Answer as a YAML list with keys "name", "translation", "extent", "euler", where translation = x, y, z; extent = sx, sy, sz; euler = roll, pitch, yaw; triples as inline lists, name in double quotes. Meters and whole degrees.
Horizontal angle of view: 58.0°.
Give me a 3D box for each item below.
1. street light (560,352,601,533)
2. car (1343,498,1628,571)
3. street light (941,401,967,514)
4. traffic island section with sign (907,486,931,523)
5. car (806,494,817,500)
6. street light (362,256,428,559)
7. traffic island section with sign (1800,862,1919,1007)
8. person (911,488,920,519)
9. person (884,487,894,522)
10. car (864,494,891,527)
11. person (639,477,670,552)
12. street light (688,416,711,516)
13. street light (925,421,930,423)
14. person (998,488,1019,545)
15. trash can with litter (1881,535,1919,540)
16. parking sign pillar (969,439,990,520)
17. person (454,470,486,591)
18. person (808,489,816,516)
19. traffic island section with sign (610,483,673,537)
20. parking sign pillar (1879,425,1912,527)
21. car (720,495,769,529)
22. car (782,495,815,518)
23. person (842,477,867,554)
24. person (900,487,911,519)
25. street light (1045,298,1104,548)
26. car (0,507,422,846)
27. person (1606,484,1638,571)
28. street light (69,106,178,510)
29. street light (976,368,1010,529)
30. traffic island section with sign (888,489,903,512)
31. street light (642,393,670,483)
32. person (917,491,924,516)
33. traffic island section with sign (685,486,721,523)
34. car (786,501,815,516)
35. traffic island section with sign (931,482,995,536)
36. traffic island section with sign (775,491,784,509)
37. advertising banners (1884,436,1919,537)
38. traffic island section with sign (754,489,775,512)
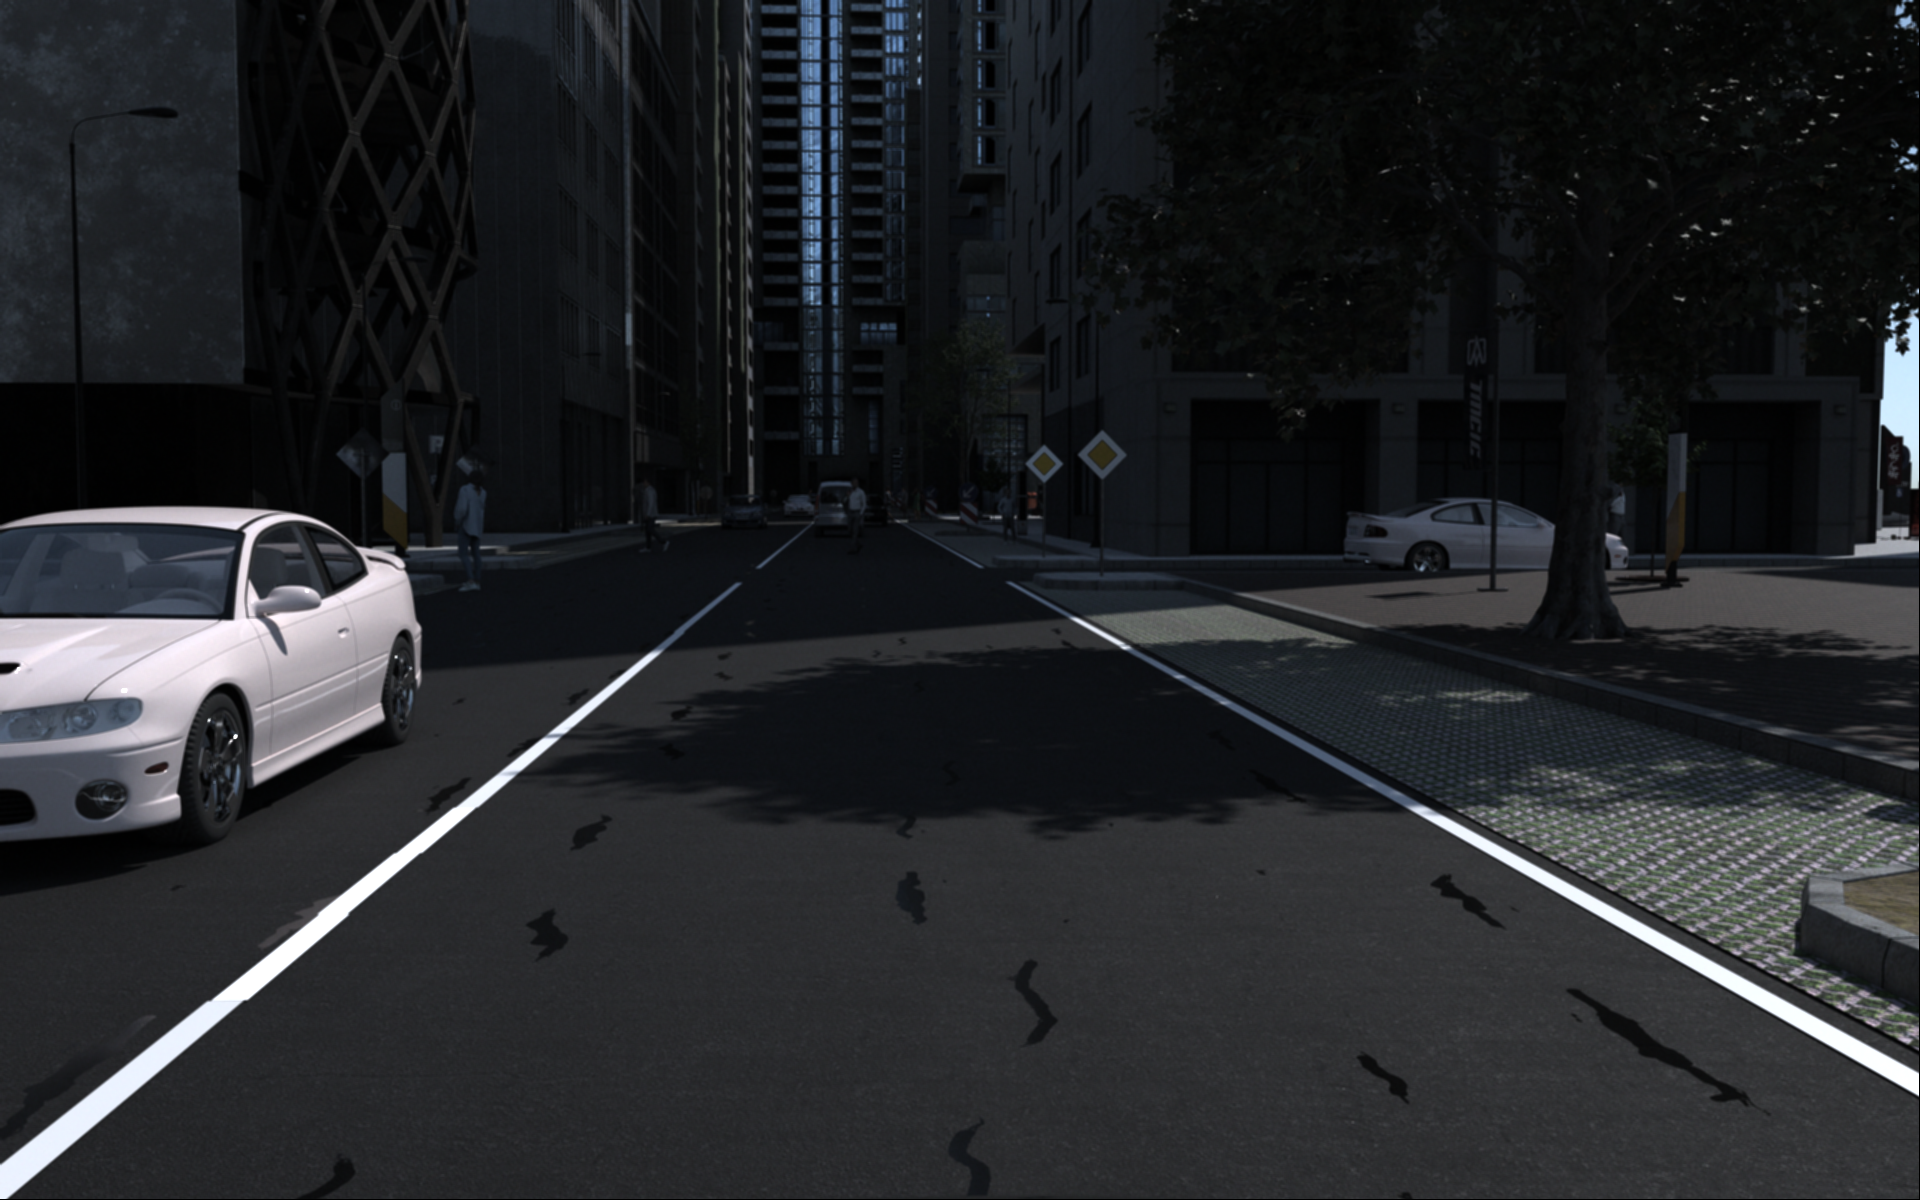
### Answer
- name: "street light"
  translation: [-12.424, -5.149, 56.724]
  extent: [1.470, 5.913, 1.316]
  euler: [0, 4, -4]
- name: "car"
  translation: [9.089, -1.078, 29.981]
  extent: [4.827, 1.381, 2.083]
  euler: [0, 4, -4]
- name: "street light"
  translation: [-0.222, -6.996, 86.919]
  extent: [1.470, 5.913, 1.316]
  euler: [0, 4, -4]
- name: "traffic island section with sign"
  translation: [-1.595, -4.756, 86.386]
  extent: [1.989, 1.847, 2.006]
  euler: [0, 4, -4]
- name: "car"
  translation: [-13.478, -8.961, 158.308]
  extent: [2.131, 1.459, 4.920]
  euler: [0, 4, -3]
- name: "street light"
  translation: [-11.065, -3.752, 33.880]
  extent: [1.470, 5.913, 1.316]
  euler: [0, 4, -4]
- name: "traffic island section with sign"
  translation: [3.643, 0.222, 4.998]
  extent: [1.989, 1.847, 2.006]
  euler: [0, 4, -4]
- name: "person"
  translation: [-2.389, -5.338, 96.021]
  extent: [0.529, 1.795, 0.600]
  euler: [-2, 4, -34]
- name: "person"
  translation: [-3.604, -4.826, 87.498]
  extent: [0.778, 1.811, 0.616]
  euler: [3, 4, 38]
- name: "car"
  translation: [-4.090, -4.128, 77.279]
  extent: [2.009, 1.686, 4.222]
  euler: [0, 4, -2]
- name: "person"
  translation: [-7.539, -2.099, 42.662]
  extent: [0.795, 1.843, 0.661]
  euler: [0, 4, -1]
- name: "street light"
  translation: [-15.397, -7.950, 102.530]
  extent: [1.470, 5.913, 1.316]
  euler: [0, 4, -4]
- name: "street light"
  translation: [-1.532, -8.402, 109.918]
  extent: [1.470, 5.913, 1.316]
  euler: [0, 4, -4]
- name: "person"
  translation: [1.350, -2.344, 48.632]
  extent: [0.589, 1.601, 0.330]
  euler: [0, 4, -5]
- name: "trash can with litter"
  translation: [26.878, -2.306, 48.754]
  extent: [2.233, 1.210, 1.678]
  euler: [0, 4, -4]
- name: "parking sign pillar"
  translation: [0.767, -5.902, 84.975]
  extent: [1.447, 3.967, 1.447]
  euler: [-1, 4, -13]
- name: "person"
  translation: [-7.270, -1.040, 25.774]
  extent: [0.793, 1.790, 0.793]
  euler: [0, 4, -8]
- name: "person"
  translation: [-9.480, -6.245, 111.129]
  extent: [0.750, 1.759, 0.617]
  euler: [0, 4, 6]
- name: "traffic island section with sign"
  translation: [-10.823, -3.083, 59.030]
  extent: [1.989, 1.847, 2.006]
  euler: [0, 4, -4]
- name: "parking sign pillar"
  translation: [36.609, -4.852, 67.794]
  extent: [1.447, 3.967, 1.447]
  euler: [-2, 4, -25]
- name: "car"
  translation: [-8.974, -3.687, 72.282]
  extent: [2.014, 1.417, 4.499]
  euler: [0, 4, -4]
- name: "car"
  translation: [-9.931, -5.794, 107.099]
  extent: [2.083, 1.381, 4.827]
  euler: [0, 4, -5]
- name: "person"
  translation: [-2.549, -2.016, 41.556]
  extent: [0.679, 1.850, 0.850]
  euler: [2, 4, 25]
- name: "person"
  translation: [-3.179, -5.499, 98.530]
  extent: [0.853, 1.813, 0.709]
  euler: [-3, 4, -38]
- name: "street light"
  translation: [2.723, -4.202, 41.246]
  extent: [1.470, 5.913, 1.316]
  euler: [0, 4, -4]
- name: "car"
  translation: [-4.033, 0.234, 8.530]
  extent: [2.083, 1.381, 4.827]
  euler: [0, 4, -3]
- name: "person"
  translation: [12.065, -1.427, 31.930]
  extent: [0.850, 1.850, 0.679]
  euler: [2, 4, 34]
- name: "street light"
  translation: [-10.071, -2.956, 20.878]
  extent: [1.470, 5.913, 1.316]
  euler: [0, 4, -4]
- name: "street light"
  translation: [1.277, -5.599, 64.084]
  extent: [1.470, 5.913, 1.316]
  euler: [0, 4, -4]
- name: "traffic island section with sign"
  translation: [-4.848, -7.848, 136.946]
  extent: [1.989, 1.847, 2.006]
  euler: [0, 4, -4]
- name: "street light"
  translation: [-14.040, -6.553, 79.686]
  extent: [1.470, 5.913, 1.316]
  euler: [0, 4, -4]
- name: "person"
  translation: [-2.594, -6.177, 110.956]
  extent: [0.593, 1.643, 0.415]
  euler: [-1, 4, -11]
- name: "traffic island section with sign"
  translation: [-12.551, -4.728, 85.930]
  extent: [1.989, 1.847, 2.006]
  euler: [0, 4, -4]
- name: "car"
  translation: [-10.448, -6.193, 113.841]
  extent: [1.945, 1.354, 3.894]
  euler: [0, 4, -3]
- name: "traffic island section with sign"
  translation: [0.134, -3.111, 59.487]
  extent: [1.989, 1.847, 2.006]
  euler: [0, 4, -4]
- name: "traffic island section with sign"
  translation: [-17.571, -9.496, 163.884]
  extent: [1.989, 1.847, 2.006]
  euler: [0, 4, -4]
- name: "advertising banners"
  translation: [28.789, -3.409, 51.918]
  extent: [0.090, 3.025, 2.074]
  euler: [-3, 5, -45]
- name: "traffic island section with sign"
  translation: [-15.807, -7.824, 136.544]
  extent: [1.989, 1.847, 2.006]
  euler: [0, 4, -4]
